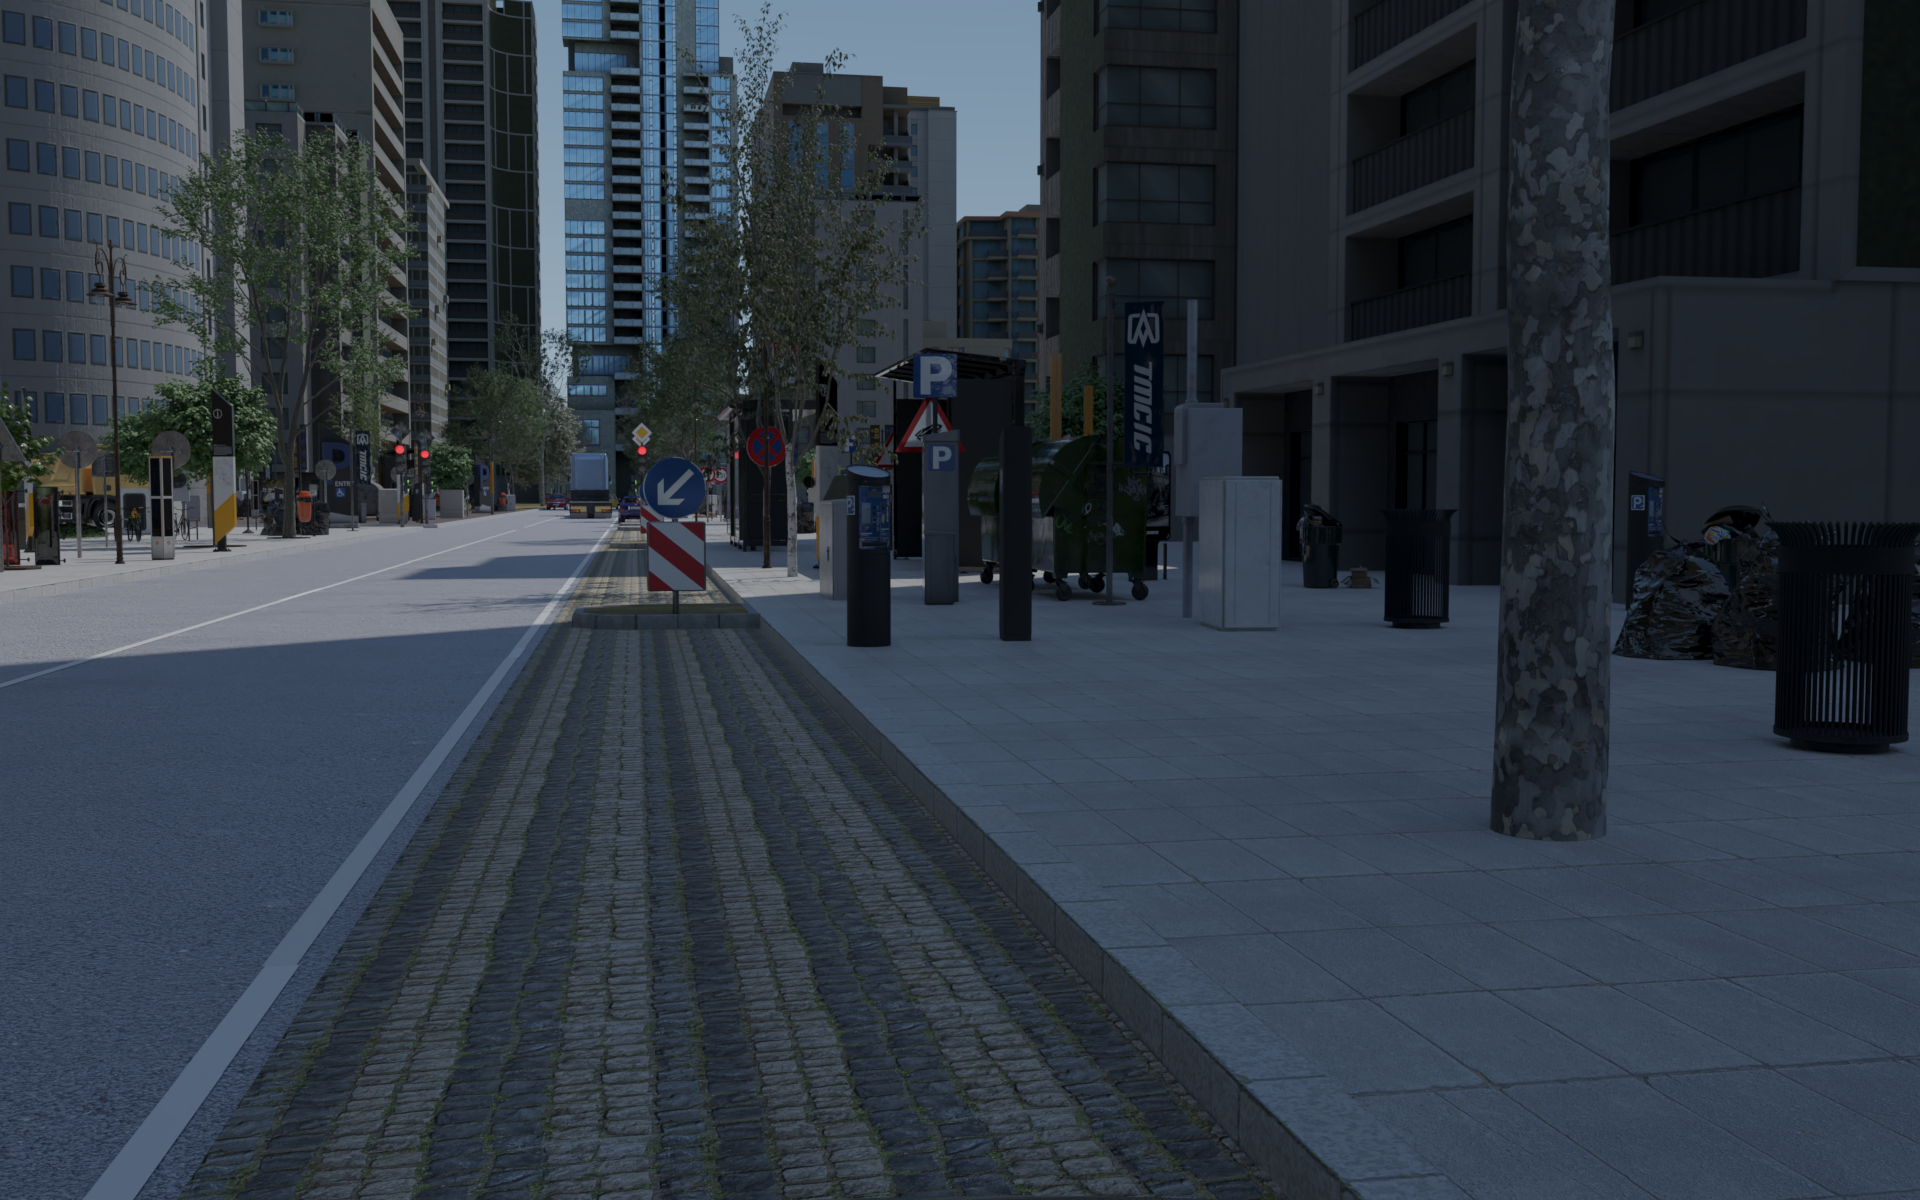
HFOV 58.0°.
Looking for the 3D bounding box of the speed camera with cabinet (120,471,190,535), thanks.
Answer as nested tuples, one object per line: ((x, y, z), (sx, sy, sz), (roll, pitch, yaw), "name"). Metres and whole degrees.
((-25.523, -3.701, 54.853), (2.038, 3.252, 0.660), (-1, 4, -22), "speed camera with cabinet")

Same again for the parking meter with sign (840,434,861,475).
((-3.201, -3.254, 49.461), (0.543, 3.016, 1.738), (0, 4, 3), "parking meter with sign")

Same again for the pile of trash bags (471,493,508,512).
((-33.928, -7.141, 126.502), (1.912, 1.369, 3.447), (-3, 4, -36), "pile of trash bags")

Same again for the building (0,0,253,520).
((-52.571, -33.673, 92.553), (21.231, 58.520, 28.212), (-1, 4, -11), "building")

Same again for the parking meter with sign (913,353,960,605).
((-0.260, -1.498, 20.753), (0.543, 3.016, 1.738), (0, 4, -3), "parking meter with sign")

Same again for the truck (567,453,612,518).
((-23.292, -7.293, 108.997), (2.967, 4.110, 18.799), (-1, 4, -12), "truck")

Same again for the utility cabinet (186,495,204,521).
((-36.219, -4.313, 81.681), (1.020, 1.237, 0.306), (1, 4, 11), "utility cabinet")

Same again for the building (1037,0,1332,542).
((9.418, -17.227, 53.366), (14.160, 30.474, 14.107), (-1, 4, -11), "building")

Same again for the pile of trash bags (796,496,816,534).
((-5.655, -2.835, 56.109), (1.912, 1.369, 3.447), (0, 4, 6), "pile of trash bags")

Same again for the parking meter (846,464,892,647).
((-0.771, -0.380, 14.631), (0.372, 1.533, 0.369), (0, 3, 0), "parking meter")

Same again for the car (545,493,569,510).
((-36.580, -9.067, 157.282), (2.155, 1.783, 4.494), (-1, 4, -10), "car")

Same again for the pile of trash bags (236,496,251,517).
((-40.223, -5.278, 96.048), (1.912, 1.369, 3.447), (1, 4, 10), "pile of trash bags")

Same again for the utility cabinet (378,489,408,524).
((-24.428, -4.036, 74.668), (1.173, 1.500, 0.318), (-3, 5, -43), "utility cabinet")

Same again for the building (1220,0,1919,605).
((17.034, -35.812, 23.776), (20.563, 71.187, 20.611), (-1, 4, -11), "building")

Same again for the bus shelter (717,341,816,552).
((-4.809, -3.974, 42.607), (2.179, 5.291, 8.768), (-1, 4, -10), "bus shelter")

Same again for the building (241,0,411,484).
((-61.557, -32.425, 153.854), (21.300, 48.544, 21.600), (-1, 4, -11), "building")

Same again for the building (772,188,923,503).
((-11.432, -24.244, 168.097), (14.160, 30.474, 14.107), (-1, 4, -11), "building")

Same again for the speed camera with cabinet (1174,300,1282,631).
((2.625, -1.391, 17.075), (0.660, 3.252, 2.038), (0, 4, -6), "speed camera with cabinet")

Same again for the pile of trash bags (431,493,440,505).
((-40.171, -7.411, 130.927), (3.447, 1.369, 1.912), (3, 5, 41), "pile of trash bags")

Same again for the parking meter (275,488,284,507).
((-28.973, -3.996, 73.752), (0.372, 1.533, 0.369), (0, 3, 0), "parking meter")

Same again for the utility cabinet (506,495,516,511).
((-33.685, -7.215, 129.125), (1.020, 1.237, 0.306), (-1, 4, -22), "utility cabinet")

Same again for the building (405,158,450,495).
((-69.603, -30.581, 191.885), (23.993, 40.220, 32.217), (-1, 4, -11), "building")

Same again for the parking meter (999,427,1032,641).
((0.488, -0.582, 15.230), (0.255, 1.863, 0.399), (0, 4, -5), "parking meter")

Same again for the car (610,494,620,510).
((-32.460, -9.174, 160.223), (2.015, 1.641, 3.980), (-1, 4, -10), "car")

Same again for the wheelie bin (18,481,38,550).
((-21.726, -1.972, 40.156), (0.980, 1.594, 0.693), (-2, 4, -31), "wheelie bin")

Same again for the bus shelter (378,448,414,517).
((-29.111, -6.078, 90.652), (1.731, 3.624, 6.357), (-1, 4, -11), "bus shelter")

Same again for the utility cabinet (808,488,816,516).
((-4.923, -3.330, 63.119), (1.173, 1.500, 0.318), (1, 4, 18), "utility cabinet")

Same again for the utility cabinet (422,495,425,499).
((-42.714, -7.759, 138.015), (0.306, 1.237, 1.020), (0, 4, -3), "utility cabinet")

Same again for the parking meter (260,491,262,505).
((-44.522, -6.256, 110.694), (0.372, 1.533, 0.369), (0, 3, 0), "parking meter")

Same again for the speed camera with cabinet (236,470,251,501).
((-43.071, -6.712, 104.071), (0.660, 3.252, 2.038), (0, 4, -4), "speed camera with cabinet")

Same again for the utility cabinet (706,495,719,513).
((-15.651, -6.021, 109.602), (0.306, 1.237, 1.020), (2, 4, 24), "utility cabinet")

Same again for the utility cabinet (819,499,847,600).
((-1.526, -0.625, 21.376), (0.306, 1.237, 1.020), (-1, 4, -14), "utility cabinet")

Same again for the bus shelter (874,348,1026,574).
((-0.261, -2.430, 31.013), (1.731, 3.624, 6.357), (-1, 4, -11), "bus shelter")

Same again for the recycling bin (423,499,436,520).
((-26.591, -4.507, 86.237), (0.722, 1.027, 0.722), (-3, 5, -42), "recycling bin")

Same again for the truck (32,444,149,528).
((-35.019, -4.364, 67.274), (9.791, 3.379, 3.469), (-1, 4, -10), "truck")

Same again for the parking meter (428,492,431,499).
((-33.522, -6.163, 109.177), (0.372, 1.533, 0.369), (0, 3, 0), "parking meter")

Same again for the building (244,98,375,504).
((-52.603, -21.933, 130.301), (14.160, 30.474, 14.107), (-1, 4, -11), "building")

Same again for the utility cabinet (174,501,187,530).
((-27.734, -3.206, 61.098), (0.318, 1.500, 1.173), (0, 4, 2), "utility cabinet")

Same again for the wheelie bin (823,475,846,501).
((-1.876, -1.281, 28.851), (0.980, 1.594, 0.693), (3, 5, 40), "wheelie bin")

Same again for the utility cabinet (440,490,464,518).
((-26.722, -5.043, 91.139), (1.173, 1.500, 0.318), (0, 4, -2), "utility cabinet")

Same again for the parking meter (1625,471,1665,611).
((7.507, -0.646, 18.975), (0.372, 1.533, 0.369), (0, 3, 0), "parking meter")

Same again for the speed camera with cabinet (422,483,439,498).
((-43.587, -9.014, 141.707), (2.038, 3.252, 0.660), (0, 4, 2), "speed camera with cabinet")

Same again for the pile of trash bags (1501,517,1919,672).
((5.748, -0.213, 13.228), (3.447, 1.369, 1.912), (-1, 4, -13), "pile of trash bags")

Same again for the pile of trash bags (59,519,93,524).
((-39.259, -3.976, 74.762), (3.447, 1.369, 1.912), (1, 4, 10), "pile of trash bags")

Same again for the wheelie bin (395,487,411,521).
((-26.655, -4.568, 82.601), (0.980, 1.594, 0.693), (2, 4, 27), "wheelie bin")

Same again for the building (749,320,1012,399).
((-10.442, -22.009, 204.894), (27.650, 21.520, 28.899), (-1, 4, -11), "building")

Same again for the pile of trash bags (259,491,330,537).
((-20.411, -2.670, 53.413), (1.912, 1.369, 3.447), (-2, 4, -29), "pile of trash bags")

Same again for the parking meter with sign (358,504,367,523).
((-26.736, -4.866, 75.821), (0.543, 3.016, 1.738), (1, 4, 20), "parking meter with sign")

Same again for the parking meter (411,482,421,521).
((-25.552, -4.626, 81.349), (0.255, 1.863, 0.399), (3, 5, 44), "parking meter")

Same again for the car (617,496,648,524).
((-15.827, -4.418, 84.813), (1.945, 1.354, 3.894), (-1, 4, -9), "car")

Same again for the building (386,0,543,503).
((-70.874, -49.461, 246.939), (20.611, 71.187, 20.563), (-1, 4, -11), "building")

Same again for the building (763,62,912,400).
((-13.095, -32.519, 181.790), (14.600, 45.320, 14.200), (-1, 4, -11), "building")
